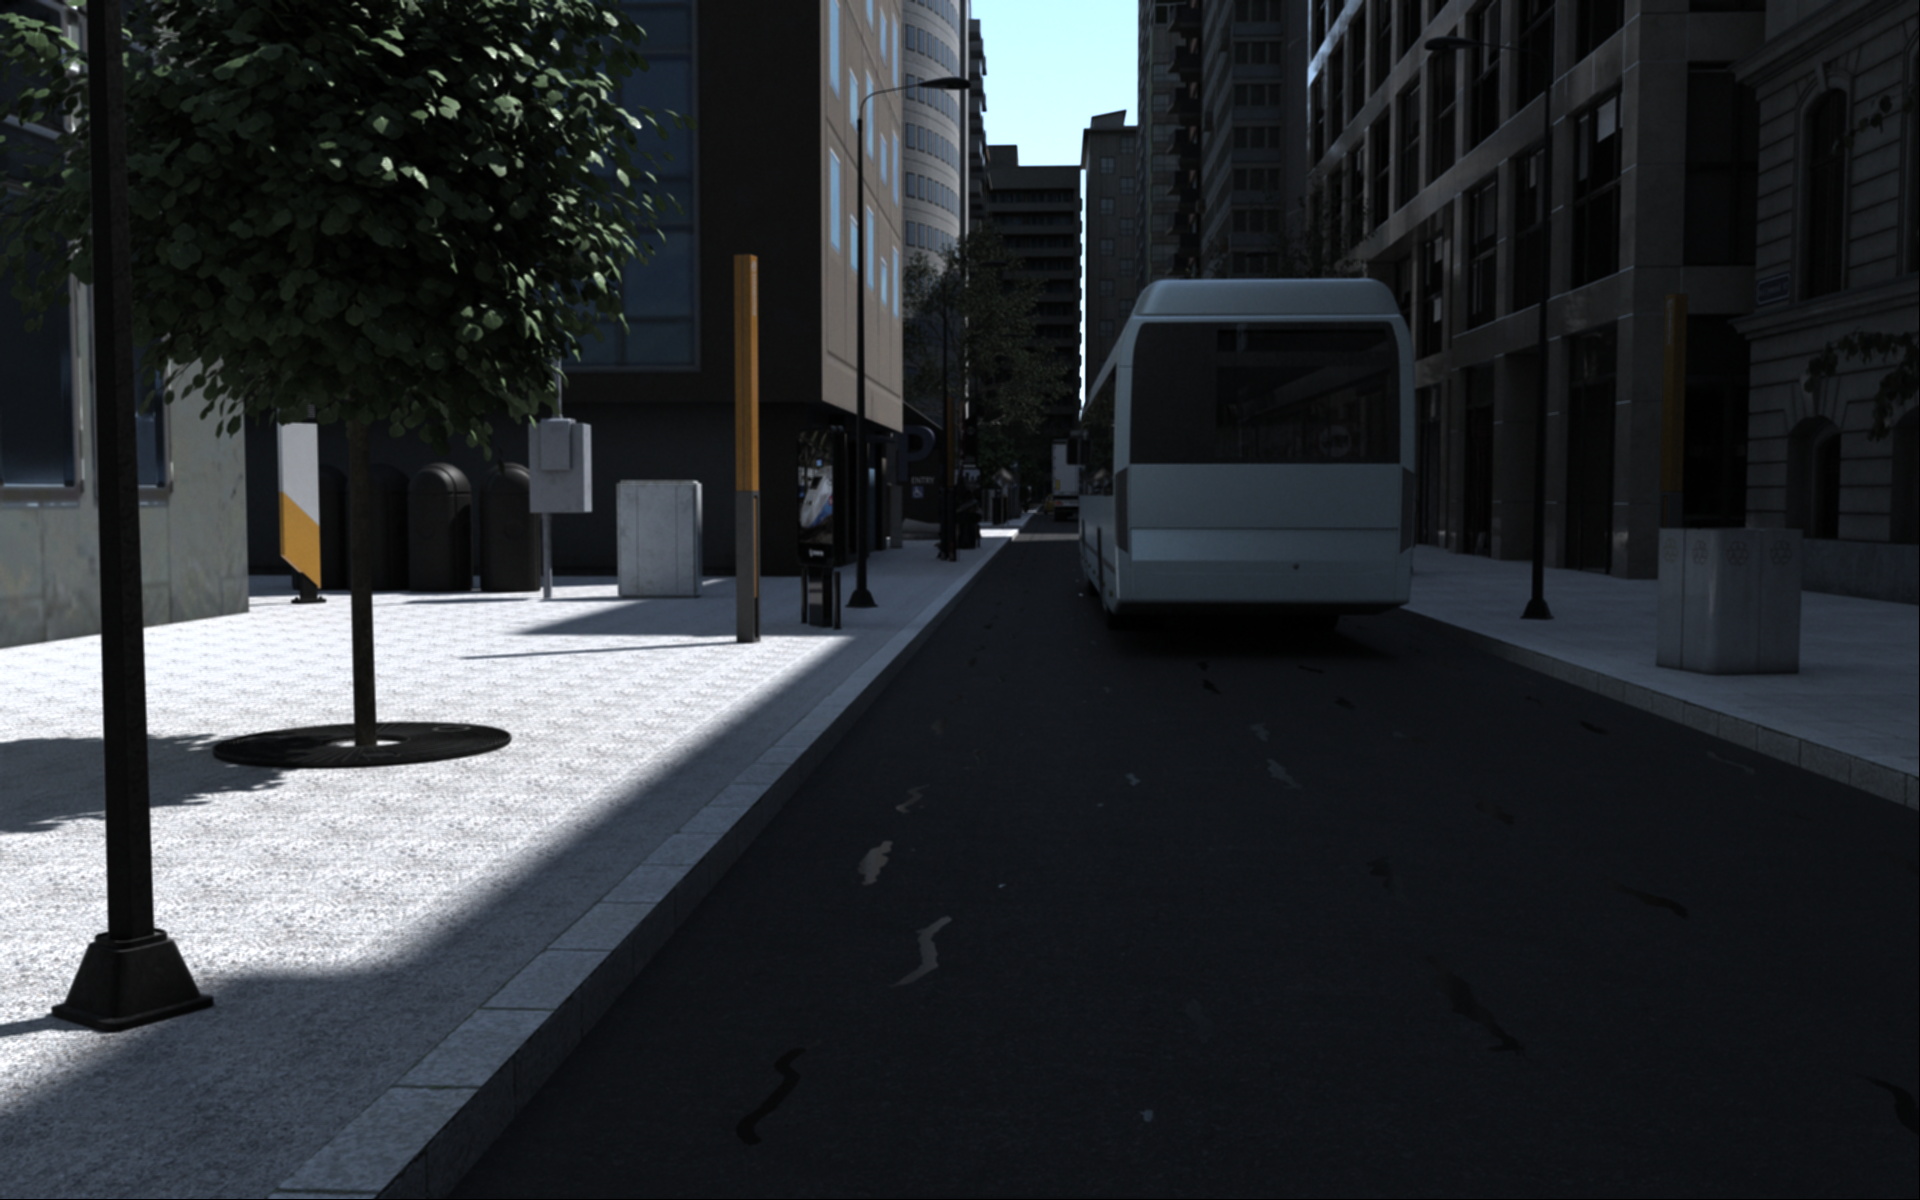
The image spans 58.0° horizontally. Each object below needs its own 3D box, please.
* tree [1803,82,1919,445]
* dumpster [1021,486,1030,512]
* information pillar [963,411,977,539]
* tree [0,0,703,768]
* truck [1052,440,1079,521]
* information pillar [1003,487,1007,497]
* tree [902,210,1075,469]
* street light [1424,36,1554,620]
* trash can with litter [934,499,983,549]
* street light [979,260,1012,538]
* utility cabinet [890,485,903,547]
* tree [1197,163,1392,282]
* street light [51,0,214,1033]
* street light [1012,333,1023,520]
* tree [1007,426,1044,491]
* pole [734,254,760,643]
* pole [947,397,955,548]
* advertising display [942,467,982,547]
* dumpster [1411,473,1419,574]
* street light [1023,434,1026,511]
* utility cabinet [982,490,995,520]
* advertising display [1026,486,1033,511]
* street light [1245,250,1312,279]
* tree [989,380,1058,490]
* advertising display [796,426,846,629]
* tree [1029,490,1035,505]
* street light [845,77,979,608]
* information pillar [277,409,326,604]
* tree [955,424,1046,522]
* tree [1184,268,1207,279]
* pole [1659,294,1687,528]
[{"bbox_3d":[5.372,-3.487,7.370,4.360,8.622,3.978,0,3,0],"label":"tree"},{"bbox_3d":[4.150,-7.279,121.497,1.502,2.255,1.985,0,4,3],"label":"dumpster"},{"bbox_3d":[0.222,-3.517,48.865,0.504,3.616,0.183,-1,4,-9],"label":"information pillar"},{"bbox_3d":[-2.936,-1.527,8.674,4.285,4.588,4.351,0,3,0],"label":"tree"},{"bbox_3d":[6.419,-6.479,94.838,2.839,4.237,11.283,0,4,4],"label":"truck"},{"bbox_3d":[2.454,-6.112,91.278,0.504,3.616,0.183,-2,4,-32],"label":"information pillar"},{"bbox_3d":[0.218,-7.472,56.573,7.601,10.594,8.767,0,4,-7],"label":"tree"},{"bbox_3d":[5.416,-2.764,17.731,1.470,5.913,1.316,0,4,3],"label":"street light"},{"bbox_3d":[-0.035,-1.769,40.312,1.055,1.170,0.624,-2,4,-27],"label":"trash can with litter"},{"bbox_3d":[0.242,-3.796,34.612,1.470,5.913,1.316,0,4,3],"label":"street light"},{"bbox_3d":[-1.522,-2.011,41.567,0.318,1.500,1.173,0,4,-2],"label":"utility cabinet"},{"bbox_3d":[7.379,-5.355,37.911,4.360,8.622,3.978,0,3,0],"label":"tree"},{"bbox_3d":[-1.516,-1.930,4.091,1.470,5.913,1.316,0,4,3],"label":"street light"},{"bbox_3d":[1.012,-4.749,50.185,1.470,5.913,1.316,0,4,3],"label":"street light"},{"bbox_3d":[5.810,-12.811,159.827,4.737,8.622,4.395,0,3,0],"label":"tree"},{"bbox_3d":[-1.831,-1.288,14.902,0.158,3.312,0.155,0,3,0],"label":"pole"},{"bbox_3d":[-0.214,-2.614,36.587,0.158,3.312,0.155,0,3,0],"label":"pole"},{"bbox_3d":[0.051,-2.219,41.488,0.974,1.923,0.123,-1,4,-22],"label":"advertising display"},{"bbox_3d":[6.646,-1.360,27.993,1.264,1.857,1.865,0,4,3],"label":"dumpster"},{"bbox_3d":[2.023,-6.022,71.002,1.470,5.913,1.316,0,4,3],"label":"street light"},{"bbox_3d":[1.371,-4.680,85.189,0.318,1.500,1.173,-1,4,-19],"label":"utility cabinet"},{"bbox_3d":[5.204,-7.874,133.950,0.974,1.923,0.123,3,5,42],"label":"advertising display"},{"bbox_3d":[6.141,-3.708,33.166,1.470,5.913,1.316,0,4,3],"label":"street light"},{"bbox_3d":[3.846,-9.873,111.791,4.360,8.622,3.978,0,3,0],"label":"tree"},{"bbox_3d":[-1.354,-0.707,16.770,0.123,1.923,0.974,-2,4,-27],"label":"advertising display"},{"bbox_3d":[8.194,-12.917,205.793,1.663,3.219,1.824,0,3,0],"label":"tree"},{"bbox_3d":[-0.579,-2.871,19.484,1.470,5.913,1.316,0,4,3],"label":"street light"},{"bbox_3d":[-7.713,-1.765,20.210,0.183,3.616,0.504,2,4,35],"label":"information pillar"},{"bbox_3d":[1.115,-5.891,80.030,4.285,4.588,4.351,0,3,0],"label":"tree"},{"bbox_3d":[8.070,-6.461,55.993,4.737,8.622,4.395,0,3,0],"label":"tree"},{"bbox_3d":[7.315,-1.464,17.786,0.158,3.312,0.155,0,3,0],"label":"pole"}]
